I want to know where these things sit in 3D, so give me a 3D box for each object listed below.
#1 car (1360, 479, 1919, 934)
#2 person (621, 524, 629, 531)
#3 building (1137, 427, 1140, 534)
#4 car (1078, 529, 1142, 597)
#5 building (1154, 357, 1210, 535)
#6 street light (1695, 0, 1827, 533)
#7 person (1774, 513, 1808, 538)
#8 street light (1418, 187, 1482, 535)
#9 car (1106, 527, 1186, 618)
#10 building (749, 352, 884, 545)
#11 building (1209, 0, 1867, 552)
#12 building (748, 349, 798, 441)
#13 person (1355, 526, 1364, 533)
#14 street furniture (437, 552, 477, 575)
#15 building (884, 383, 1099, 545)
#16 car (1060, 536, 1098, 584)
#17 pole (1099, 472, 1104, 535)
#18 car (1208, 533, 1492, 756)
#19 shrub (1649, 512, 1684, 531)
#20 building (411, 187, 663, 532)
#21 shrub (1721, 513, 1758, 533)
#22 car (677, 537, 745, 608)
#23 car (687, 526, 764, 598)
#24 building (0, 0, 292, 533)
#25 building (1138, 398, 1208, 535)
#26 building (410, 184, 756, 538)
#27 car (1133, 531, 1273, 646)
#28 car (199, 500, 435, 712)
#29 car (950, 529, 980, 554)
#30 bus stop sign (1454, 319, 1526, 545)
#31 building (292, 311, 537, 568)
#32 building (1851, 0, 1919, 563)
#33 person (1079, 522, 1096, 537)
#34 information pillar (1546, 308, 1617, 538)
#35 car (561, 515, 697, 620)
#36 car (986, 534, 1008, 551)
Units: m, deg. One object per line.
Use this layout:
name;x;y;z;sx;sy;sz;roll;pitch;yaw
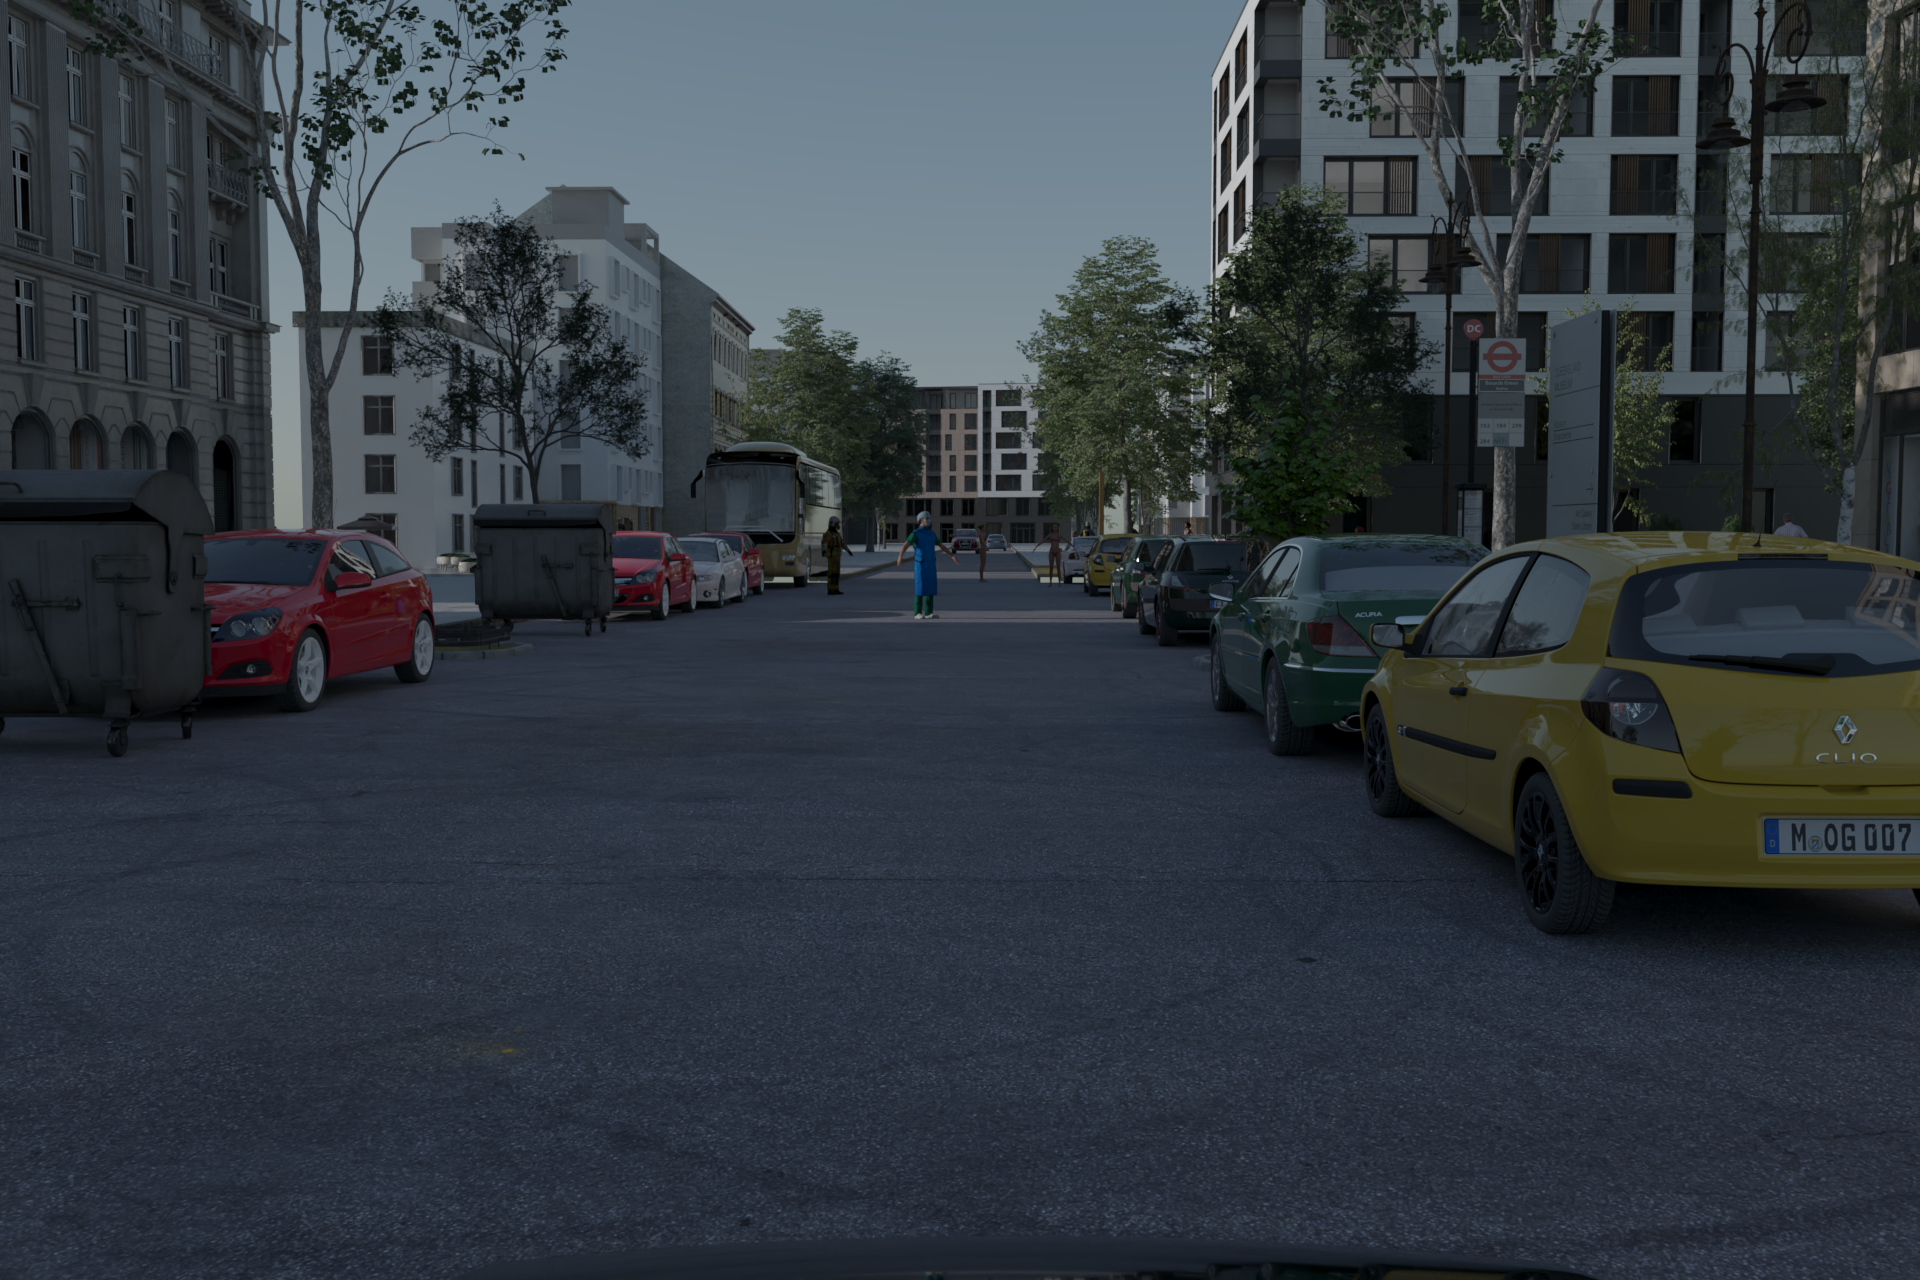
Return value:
car;2.934;0.160;7.615;2.015;1.641;3.980;0;4;1
person;-17.354;-5.099;89.499;1.348;1.813;0.705;1;4;15
building;28.158;-22.508;224.423;16.016;20.090;11.380;0;4;1
car;3.833;-1.890;41.124;2.015;1.641;3.980;0;4;1
building;25.622;-19.891;181.638;16.016;20.090;11.380;0;4;1
street light;6.893;-2.587;15.081;0.468;5.910;1.993;0;4;1
person;17.114;-1.758;35.733;0.756;1.711;0.436;2;4;31
street light;6.618;-3.104;23.540;0.468;5.910;1.993;0;4;1
car;3.638;-1.287;30.825;2.009;1.686;4.222;0;4;1
building;-24.147;-22.424;210.600;27.936;21.610;32.646;0;4;1
building;25.179;-14.407;79.531;27.936;21.610;32.646;0;4;1
building;-23.013;-19.690;178.344;16.016;20.090;11.380;0;4;1
person;7.845;-1.536;34.326;0.599;1.438;0.989;-1;4;-13
street furniture;-13.712;-2.533;57.044;5.734;0.657;10.072;-2;4;-31
building;2.864;-24.538;247.621;32.646;21.610;27.936;1;4;11
car;3.914;-2.384;51.342;2.083;1.381;4.827;0;4;0
pole;4.652;-3.856;56.894;0.158;3.312;0.155;0;3;0
car;2.946;-0.049;12.598;2.131;1.459;4.920;0;4;1
shrub;23.084;-3.195;56.665;1.690;2.028;1.600;0;3;0
building;-23.902;-14.642;95.811;16.016;20.090;11.380;0;4;1
shrub;27.585;-3.504;61.711;1.690;2.028;1.600;0;3;0
car;-5.469;-1.378;34.885;2.083;1.381;4.827;0;4;1
car;-5.586;-1.866;39.553;2.155;1.783;4.494;0;4;1
building;-28.014;-12.417;43.678;13.314;22.015;24.055;0;4;1
building;30.882;-22.649;201.234;19.493;23.208;18.063;0;4;1
building;-24.815;-17.580;118.365;19.493;23.208;18.063;0;4;1
car;3.397;-0.838;23.486;2.009;1.686;4.222;0;4;1
car;-6.089;-0.382;15.291;2.155;1.783;4.494;0;4;1
car;0.427;-7.196;126.319;2.281;1.827;5.304;0;4;1
bus stop sign;6.591;-2.012;21.591;0.855;3.939;0.416;0;4;1
building;-23.921;-8.391;79.344;9.099;9.664;28.070;0;4;1
building;27.654;-13.123;17.771;19.351;26.588;34.151;0;4;1
person;5.948;-4.557;80.281;1.354;1.856;0.705;3;5;42
information pillar;6.756;-1.688;18.915;0.184;3.620;1.656;0;4;1
car;-5.754;-1.290;30.130;2.155;1.783;4.494;0;4;1
car;3.049;-8.215;146.314;2.014;1.417;4.499;0;4;1
